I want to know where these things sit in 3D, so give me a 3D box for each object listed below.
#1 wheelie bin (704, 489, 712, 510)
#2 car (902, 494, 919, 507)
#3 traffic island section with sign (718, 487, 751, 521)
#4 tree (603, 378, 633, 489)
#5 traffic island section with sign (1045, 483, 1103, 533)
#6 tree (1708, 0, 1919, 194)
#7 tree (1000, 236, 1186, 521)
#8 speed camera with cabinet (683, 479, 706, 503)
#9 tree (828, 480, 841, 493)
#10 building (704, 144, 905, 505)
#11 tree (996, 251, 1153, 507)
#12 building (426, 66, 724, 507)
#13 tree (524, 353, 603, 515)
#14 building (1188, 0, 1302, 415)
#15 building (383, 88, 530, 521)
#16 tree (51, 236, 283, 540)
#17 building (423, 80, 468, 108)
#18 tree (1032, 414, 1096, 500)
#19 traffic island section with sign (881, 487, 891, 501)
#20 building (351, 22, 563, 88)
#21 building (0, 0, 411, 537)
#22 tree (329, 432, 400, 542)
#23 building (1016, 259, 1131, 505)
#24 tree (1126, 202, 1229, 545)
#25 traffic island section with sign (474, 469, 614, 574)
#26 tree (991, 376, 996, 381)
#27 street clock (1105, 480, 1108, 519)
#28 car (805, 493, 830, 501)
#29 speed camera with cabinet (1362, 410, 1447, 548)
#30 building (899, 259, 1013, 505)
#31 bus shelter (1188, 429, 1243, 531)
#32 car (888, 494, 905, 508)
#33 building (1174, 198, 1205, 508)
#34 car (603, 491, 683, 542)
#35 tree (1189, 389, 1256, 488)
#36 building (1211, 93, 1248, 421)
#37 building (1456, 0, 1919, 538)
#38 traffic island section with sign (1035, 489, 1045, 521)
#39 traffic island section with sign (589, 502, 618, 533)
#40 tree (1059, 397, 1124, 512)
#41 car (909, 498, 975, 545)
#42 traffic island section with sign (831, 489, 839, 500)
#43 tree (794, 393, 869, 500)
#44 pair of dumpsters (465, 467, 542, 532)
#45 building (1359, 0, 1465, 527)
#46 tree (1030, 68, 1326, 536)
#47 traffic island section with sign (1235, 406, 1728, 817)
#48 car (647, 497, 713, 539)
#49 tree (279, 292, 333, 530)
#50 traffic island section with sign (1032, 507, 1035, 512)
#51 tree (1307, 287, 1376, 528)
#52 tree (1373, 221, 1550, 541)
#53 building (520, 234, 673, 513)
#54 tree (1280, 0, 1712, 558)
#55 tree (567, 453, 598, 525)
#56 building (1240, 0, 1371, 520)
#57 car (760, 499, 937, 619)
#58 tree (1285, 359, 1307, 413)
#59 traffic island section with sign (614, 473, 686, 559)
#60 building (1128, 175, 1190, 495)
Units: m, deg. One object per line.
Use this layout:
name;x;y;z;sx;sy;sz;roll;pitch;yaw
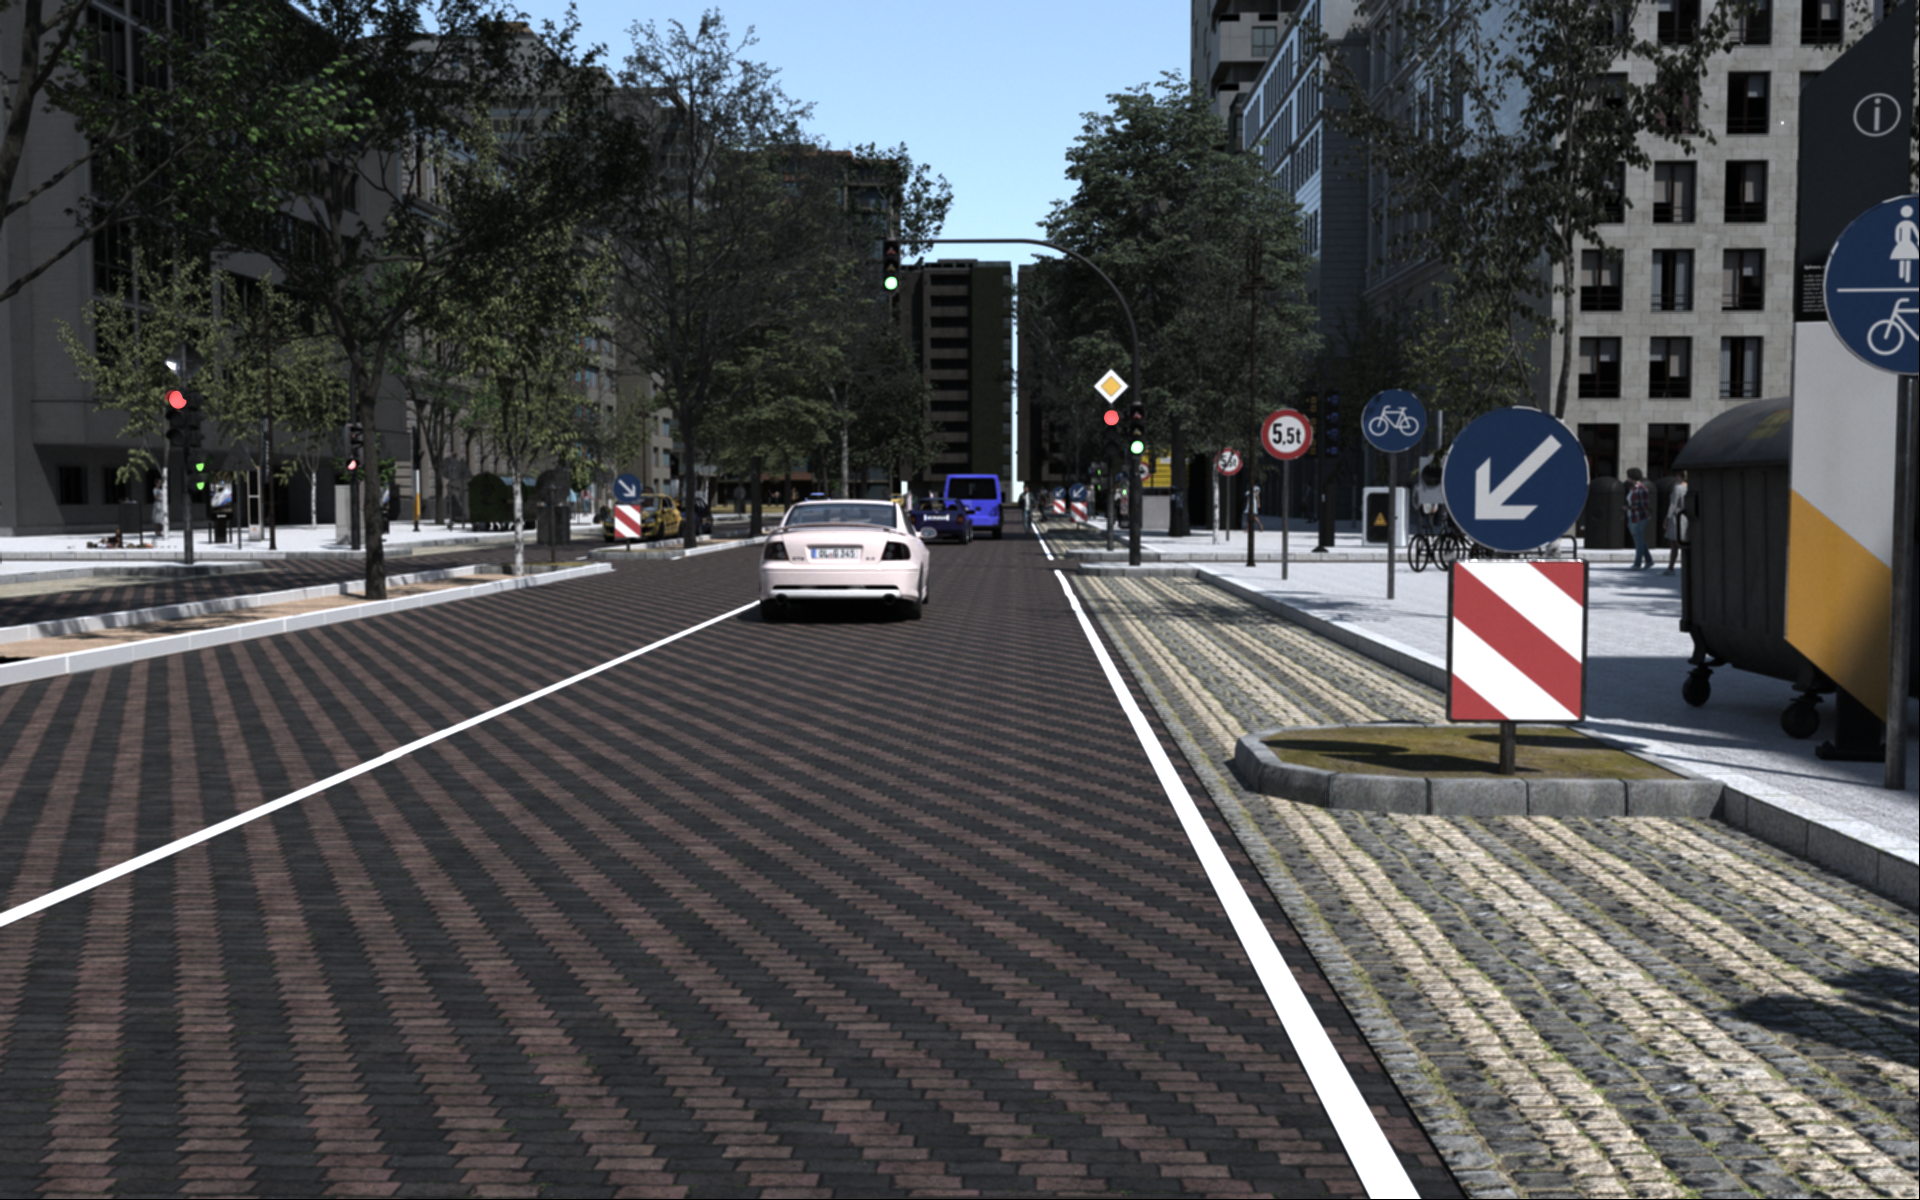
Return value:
wheelie bin;-16.506;-6.394;112.442;0.693;1.594;0.980;-2;4;-25
car;-5.449;-10.627;185.550;2.131;1.459;4.920;0;4;4
traffic island section with sign;-11.773;-5.131;92.517;1.989;1.847;2.006;0;4;2
tree;-22.721;-9.641;107.985;4.360;8.622;3.978;0;3;0
traffic island section with sign;4.213;-3.363;63.615;1.989;1.847;2.006;0;4;2
tree;12.261;-4.319;20.977;4.360;8.622;3.978;0;3;0
tree;7.019;-10.467;81.508;12.009;13.543;11.850;0;3;0
speed camera with cabinet;-14.542;-6.155;94.968;0.660;3.252;2.038;1;4;13
tree;-12.300;-10.946;173.563;1.663;3.219;1.824;0;3;0
building;-21.779;-34.557;219.631;28.867;44.769;22.147;0;4;2
tree;9.921;-16.570;126.810;12.611;20.169;13.585;0;3;0
building;-35.214;-28.845;163.492;23.993;40.220;32.217;0;4;2
tree;-20.971;-8.579;90.628;4.360;8.622;3.978;0;3;0
building;34.309;-34.169;147.895;28.713;52.752;27.495;0;4;2
building;-30.422;-16.014;90.711;11.050;23.489;19.941;0;4;2
tree;-22.349;-5.970;47.978;4.737;8.622;4.395;0;3;0
building;-53.927;-29.982;173.802;14.086;41.232;14.154;0;4;2
tree;11.099;-15.534;188.394;7.601;10.594;8.767;-3;5;-42
traffic island section with sign;-4.913;-6.483;114.138;2.006;1.907;1.989;0;4;2
building;-64.740;-41.498;220.495;28.212;58.520;21.231;0;4;2
building;-33.029;-15.090;65.793;14.314;24.678;30.058;0;4;2
tree;-15.912;-3.189;46.735;1.663;3.219;1.824;0;3;0
building;13.984;-27.148;215.571;14.107;30.474;14.160;0;4;2
tree;6.464;-5.697;43.516;4.360;8.622;3.978;0;3;0
traffic island section with sign;-7.598;-1.437;31.636;2.006;1.907;1.989;0;4;2
tree;9.822;-19.592;176.213;12.611;20.169;13.585;0;3;0
street clock;7.716;-5.271;90.745;0.358;2.002;0.471;-1;4;-20
car;-10.757;-7.438;131.204;1.945;1.707;3.694;0;4;3
speed camera with cabinet;10.635;-2.862;41.137;2.038;3.252;0.660;2;4;33
building;-0.423;-27.155;215.681;14.107;30.474;14.160;0;4;2
bus shelter;9.247;-4.439;63.863;1.731;3.624;6.357;0;4;2
car;-6.711;-10.382;179.962;2.015;1.641;3.980;0;4;3
building;27.904;-24.416;170.904;14.160;30.474;14.107;0;4;2
car;-9.588;-2.583;52.459;2.015;1.641;3.980;0;4;4
tree;14.519;-8.842;94.929;4.737;8.622;4.395;0;3;0
building;26.472;-21.795;128.055;14.160;30.474;14.107;0;4;2
building;25.544;-12.207;54.332;16.860;20.320;10.420;0;4;2
traffic island section with sign;5.124;-5.067;91.481;1.989;1.847;2.006;0;4;2
traffic island section with sign;-12.677;-3.440;64.867;1.989;1.847;2.006;0;4;2
tree;8.422;-9.540;106.346;4.360;8.622;3.978;0;3;0
car;-0.558;-2.307;50.304;1.945;1.354;3.894;0;4;3
traffic island section with sign;-10.187;-8.114;141.288;1.989;1.847;2.006;0;4;2
tree;-11.491;-16.084;188.729;9.928;11.665;9.643;0;3;0
pair of dumpsters;-15.788;-3.516;59.973;1.574;2.255;4.437;0;4;2
building;25.384;-17.572;73.204;13.634;28.700;20.117;0;4;2
tree;6.757;-8.925;52.580;9.857;13.997;8.962;0;3;0
traffic island section with sign;2.424;0.002;8.594;1.989;1.847;2.006;0;4;2
car;-9.155;-2.696;56.658;1.945;1.354;3.894;0;4;0
tree;-22.820;-6.434;55.556;4.737;8.622;4.395;0;3;0
traffic island section with sign;6.739;-8.114;141.284;1.989;1.847;2.006;0;4;2
tree;14.519;-6.694;59.811;4.737;8.622;4.395;0;3;0
tree;13.904;-5.909;46.975;4.737;8.622;4.395;0;3;0
building;-38.230;-17.432;130.049;27.650;21.520;28.899;0;4;2
tree;5.595;-4.065;16.826;4.360;8.622;3.978;0;3;0
tree;-16.101;-4.758;72.400;1.663;3.219;1.824;0;3;0
building;23.346;-19.633;98.489;11.434;29.767;29.804;0;4;2
car;-1.341;-0.539;21.179;2.083;1.381;4.827;0;4;1
tree;14.694;-7.033;65.346;4.737;8.622;4.395;0;3;0
traffic island section with sign;-7.347;-1.890;39.039;2.006;1.907;1.989;0;4;2
building;28.068;-32.480;214.638;14.086;41.232;14.154;0;4;2
